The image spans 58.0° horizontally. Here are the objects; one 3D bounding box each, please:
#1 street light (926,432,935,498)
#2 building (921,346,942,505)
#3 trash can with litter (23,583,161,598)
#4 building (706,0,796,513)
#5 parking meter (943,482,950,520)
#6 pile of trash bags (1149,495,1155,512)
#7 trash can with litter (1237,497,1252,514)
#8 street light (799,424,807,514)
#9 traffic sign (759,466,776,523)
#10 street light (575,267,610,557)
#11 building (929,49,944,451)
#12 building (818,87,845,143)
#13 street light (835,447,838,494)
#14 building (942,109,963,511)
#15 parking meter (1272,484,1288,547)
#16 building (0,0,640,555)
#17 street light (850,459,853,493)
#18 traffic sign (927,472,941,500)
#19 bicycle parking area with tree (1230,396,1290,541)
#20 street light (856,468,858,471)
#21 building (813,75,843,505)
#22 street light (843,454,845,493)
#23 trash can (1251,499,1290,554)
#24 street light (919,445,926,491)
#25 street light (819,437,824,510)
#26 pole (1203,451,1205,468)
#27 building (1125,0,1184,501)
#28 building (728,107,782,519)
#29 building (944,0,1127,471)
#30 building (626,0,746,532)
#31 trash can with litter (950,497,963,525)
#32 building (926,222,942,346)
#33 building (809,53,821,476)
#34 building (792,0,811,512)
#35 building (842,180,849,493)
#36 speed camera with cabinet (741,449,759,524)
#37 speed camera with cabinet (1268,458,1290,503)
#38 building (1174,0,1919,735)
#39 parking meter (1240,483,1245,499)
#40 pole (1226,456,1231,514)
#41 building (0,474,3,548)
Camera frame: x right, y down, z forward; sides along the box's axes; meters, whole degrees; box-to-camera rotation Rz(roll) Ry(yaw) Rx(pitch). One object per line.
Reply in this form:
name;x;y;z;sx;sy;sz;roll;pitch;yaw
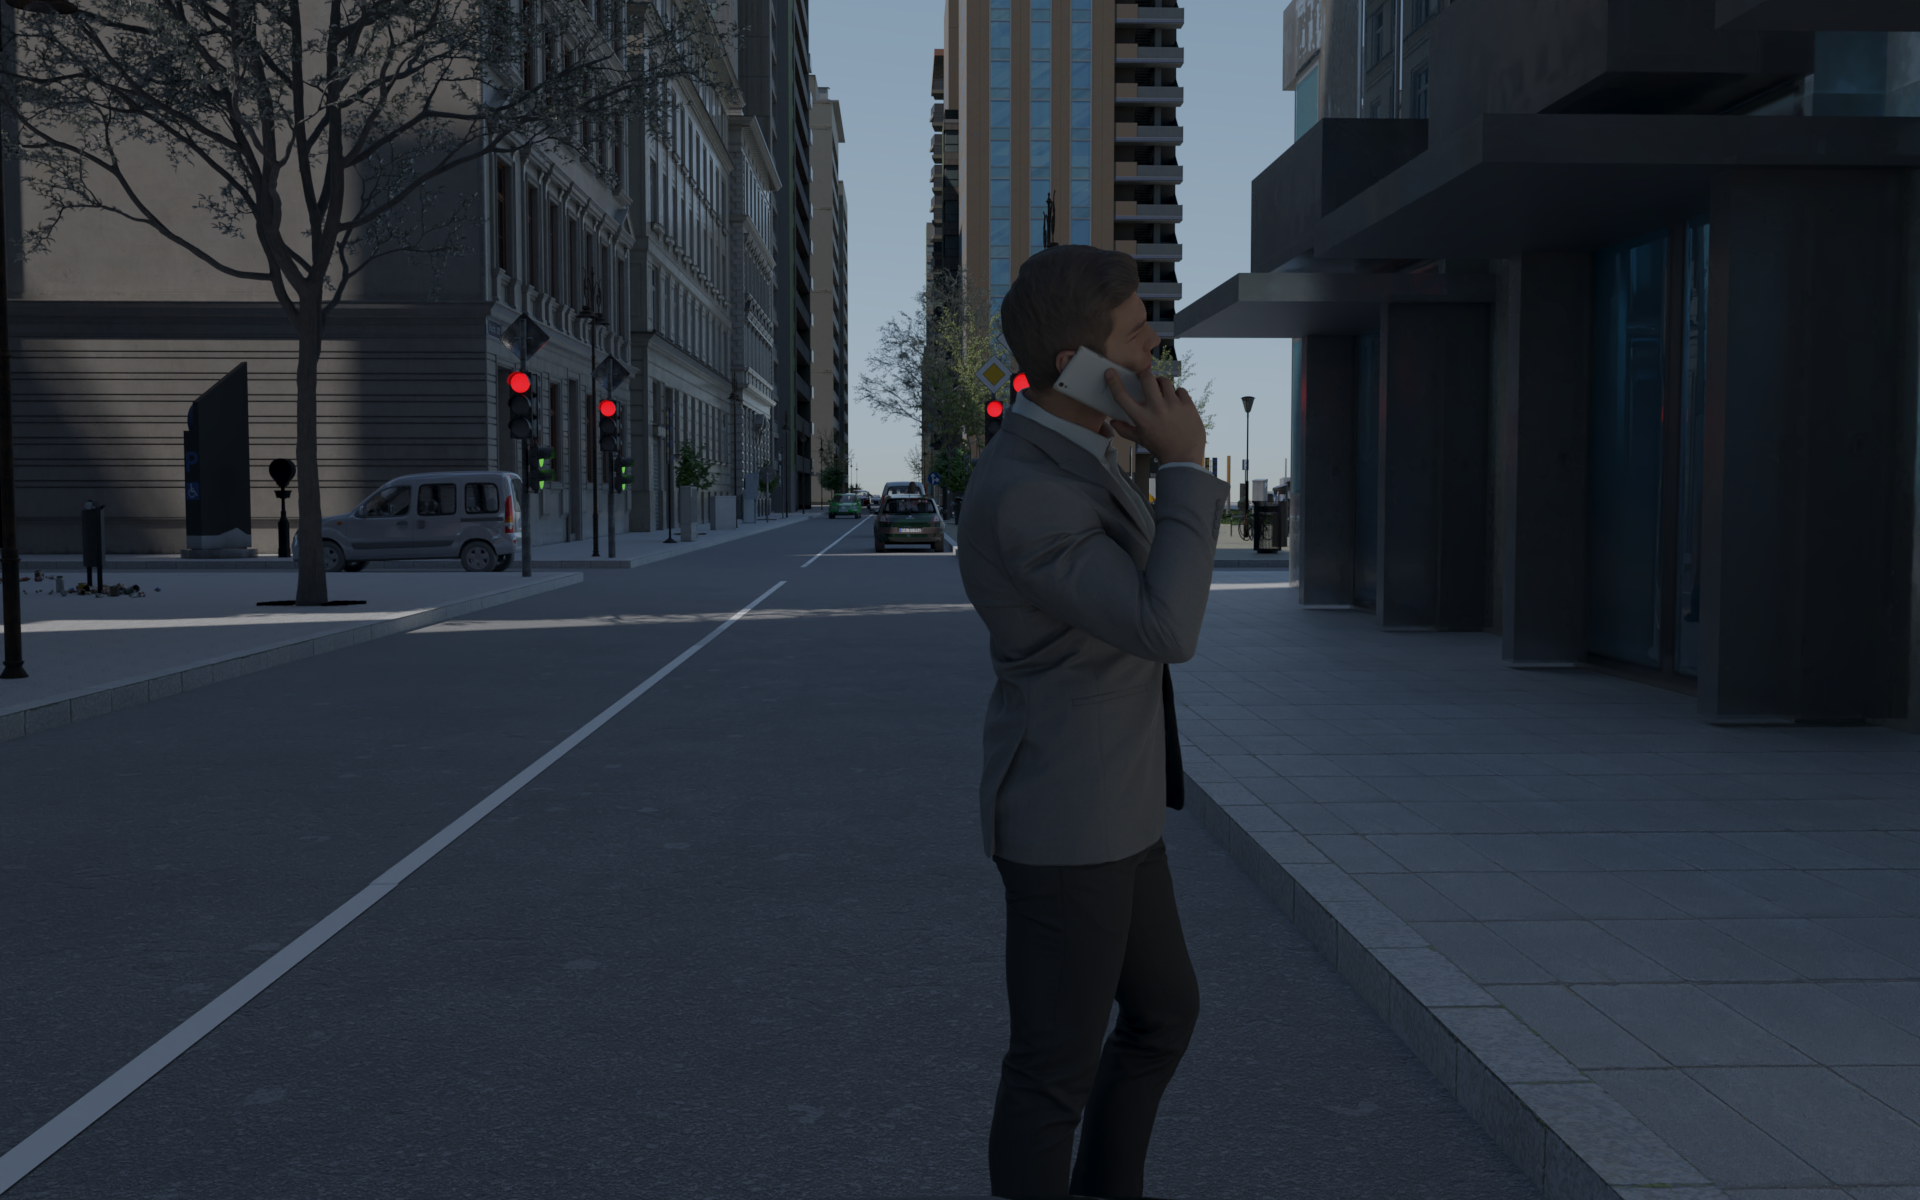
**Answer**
street light;-2.045;-9.402;126.505;0.468;5.910;1.993;0;4;-2
building;9.135;-22.788;217.630;27.650;21.520;28.899;0;4;-2
trash can with litter;-11.075;-0.677;22.121;1.678;1.210;2.233;-3;5;-40
building;-18.591;-26.457;116.167;14.154;41.232;14.086;0;4;-2
parking meter;-0.670;-4.858;85.137;0.255;1.863;0.399;2;4;27
pile of trash bags;6.560;-3.283;63.430;1.912;1.369;3.447;1;4;8
trash can with litter;13.623;-4.464;84.381;1.055;1.170;0.624;-1;4;-21
street light;-10.083;-8.484;111.504;0.468;5.910;1.993;0;4;-2
traffic sign;-8.618;-4.731;77.451;0.768;2.556;0.104;0;4;-1
street light;-7.474;-3.828;35.377;0.468;5.910;1.993;0;4;-2
building;8.171;-31.552;170.502;22.147;44.769;28.867;0;4;-2
building;-29.780;-39.094;228.424;28.713;52.752;27.495;0;4;-2
street light;-12.175;-12.102;170.649;0.468;5.910;1.993;0;4;-2
building;5.586;-22.135;133.610;14.160;30.474;14.107;0;4;-2
parking meter;7.764;-2.057;42.036;0.372;1.533;0.369;0;3;0
building;-15.397;-12.828;45.889;11.583;22.565;21.152;0;4;-2
street light;-14.057;-15.377;224.196;0.468;5.910;1.993;0;4;-2
traffic sign;-1.503;-6.135;100.412;0.768;2.556;0.104;0;3;0
bicycle parking area with tree;10.856;-3.841;49.811;8.231;4.147;9.016;3;5;40
street light;-15.098;-17.175;253.603;0.468;5.910;1.993;0;4;-2
building;-25.284;-35.504;204.193;21.300;48.544;21.600;0;4;-2
street light;-13.072;-13.578;194.788;0.468;5.910;1.993;0;4;-2
trash can;6.658;-1.579;37.472;0.748;1.137;0.748;0;3;0
street light;-3.201;-11.236;156.499;0.468;5.910;1.993;0;4;-2
street light;-11.247;-10.283;140.906;0.468;5.910;1.993;0;4;-2
pole;9.371;-4.469;66.917;0.158;3.312;0.155;0;3;0
building;7.063;-28.649;118.523;14.600;45.320;14.200;0;4;-2
building;-16.072;-16.361;96.380;11.050;23.489;19.941;0;4;-2
building;5.719;-30.436;147.746;14.600;45.320;14.200;0;4;-2
building;-18.148;-14.561;71.355;16.112;22.955;30.059;0;4;-2
trash can with litter;0.153;-3.668;71.351;1.055;1.170;0.624;-3;5;-42
building;1.845;-35.389;262.201;14.154;41.232;14.086;0;4;-2
building;-25.091;-33.038;159.774;23.786;49.044;30.456;0;4;-2
building;-22.818;-31.203;133.873;21.300;48.544;21.600;0;4;-2
building;-27.333;-38.499;253.155;21.300;48.544;21.600;0;4;-2
speed camera with cabinet;-9.225;-4.987;75.873;0.660;3.252;2.038;-1;4;-12
speed camera with cabinet;17.323;-6.163;95.097;2.038;3.252;0.660;-1;4;-14
building;14.562;-23.892;10.251;23.786;49.044;30.456;0;4;-2
parking meter;15.178;-5.338;92.995;0.255;1.863;0.399;2;4;25
pole;14.230;-5.990;91.776;0.158;3.312;0.155;0;3;0
building;-30.632;-12.870;40.098;15.834;23.373;12.332;0;4;-2
